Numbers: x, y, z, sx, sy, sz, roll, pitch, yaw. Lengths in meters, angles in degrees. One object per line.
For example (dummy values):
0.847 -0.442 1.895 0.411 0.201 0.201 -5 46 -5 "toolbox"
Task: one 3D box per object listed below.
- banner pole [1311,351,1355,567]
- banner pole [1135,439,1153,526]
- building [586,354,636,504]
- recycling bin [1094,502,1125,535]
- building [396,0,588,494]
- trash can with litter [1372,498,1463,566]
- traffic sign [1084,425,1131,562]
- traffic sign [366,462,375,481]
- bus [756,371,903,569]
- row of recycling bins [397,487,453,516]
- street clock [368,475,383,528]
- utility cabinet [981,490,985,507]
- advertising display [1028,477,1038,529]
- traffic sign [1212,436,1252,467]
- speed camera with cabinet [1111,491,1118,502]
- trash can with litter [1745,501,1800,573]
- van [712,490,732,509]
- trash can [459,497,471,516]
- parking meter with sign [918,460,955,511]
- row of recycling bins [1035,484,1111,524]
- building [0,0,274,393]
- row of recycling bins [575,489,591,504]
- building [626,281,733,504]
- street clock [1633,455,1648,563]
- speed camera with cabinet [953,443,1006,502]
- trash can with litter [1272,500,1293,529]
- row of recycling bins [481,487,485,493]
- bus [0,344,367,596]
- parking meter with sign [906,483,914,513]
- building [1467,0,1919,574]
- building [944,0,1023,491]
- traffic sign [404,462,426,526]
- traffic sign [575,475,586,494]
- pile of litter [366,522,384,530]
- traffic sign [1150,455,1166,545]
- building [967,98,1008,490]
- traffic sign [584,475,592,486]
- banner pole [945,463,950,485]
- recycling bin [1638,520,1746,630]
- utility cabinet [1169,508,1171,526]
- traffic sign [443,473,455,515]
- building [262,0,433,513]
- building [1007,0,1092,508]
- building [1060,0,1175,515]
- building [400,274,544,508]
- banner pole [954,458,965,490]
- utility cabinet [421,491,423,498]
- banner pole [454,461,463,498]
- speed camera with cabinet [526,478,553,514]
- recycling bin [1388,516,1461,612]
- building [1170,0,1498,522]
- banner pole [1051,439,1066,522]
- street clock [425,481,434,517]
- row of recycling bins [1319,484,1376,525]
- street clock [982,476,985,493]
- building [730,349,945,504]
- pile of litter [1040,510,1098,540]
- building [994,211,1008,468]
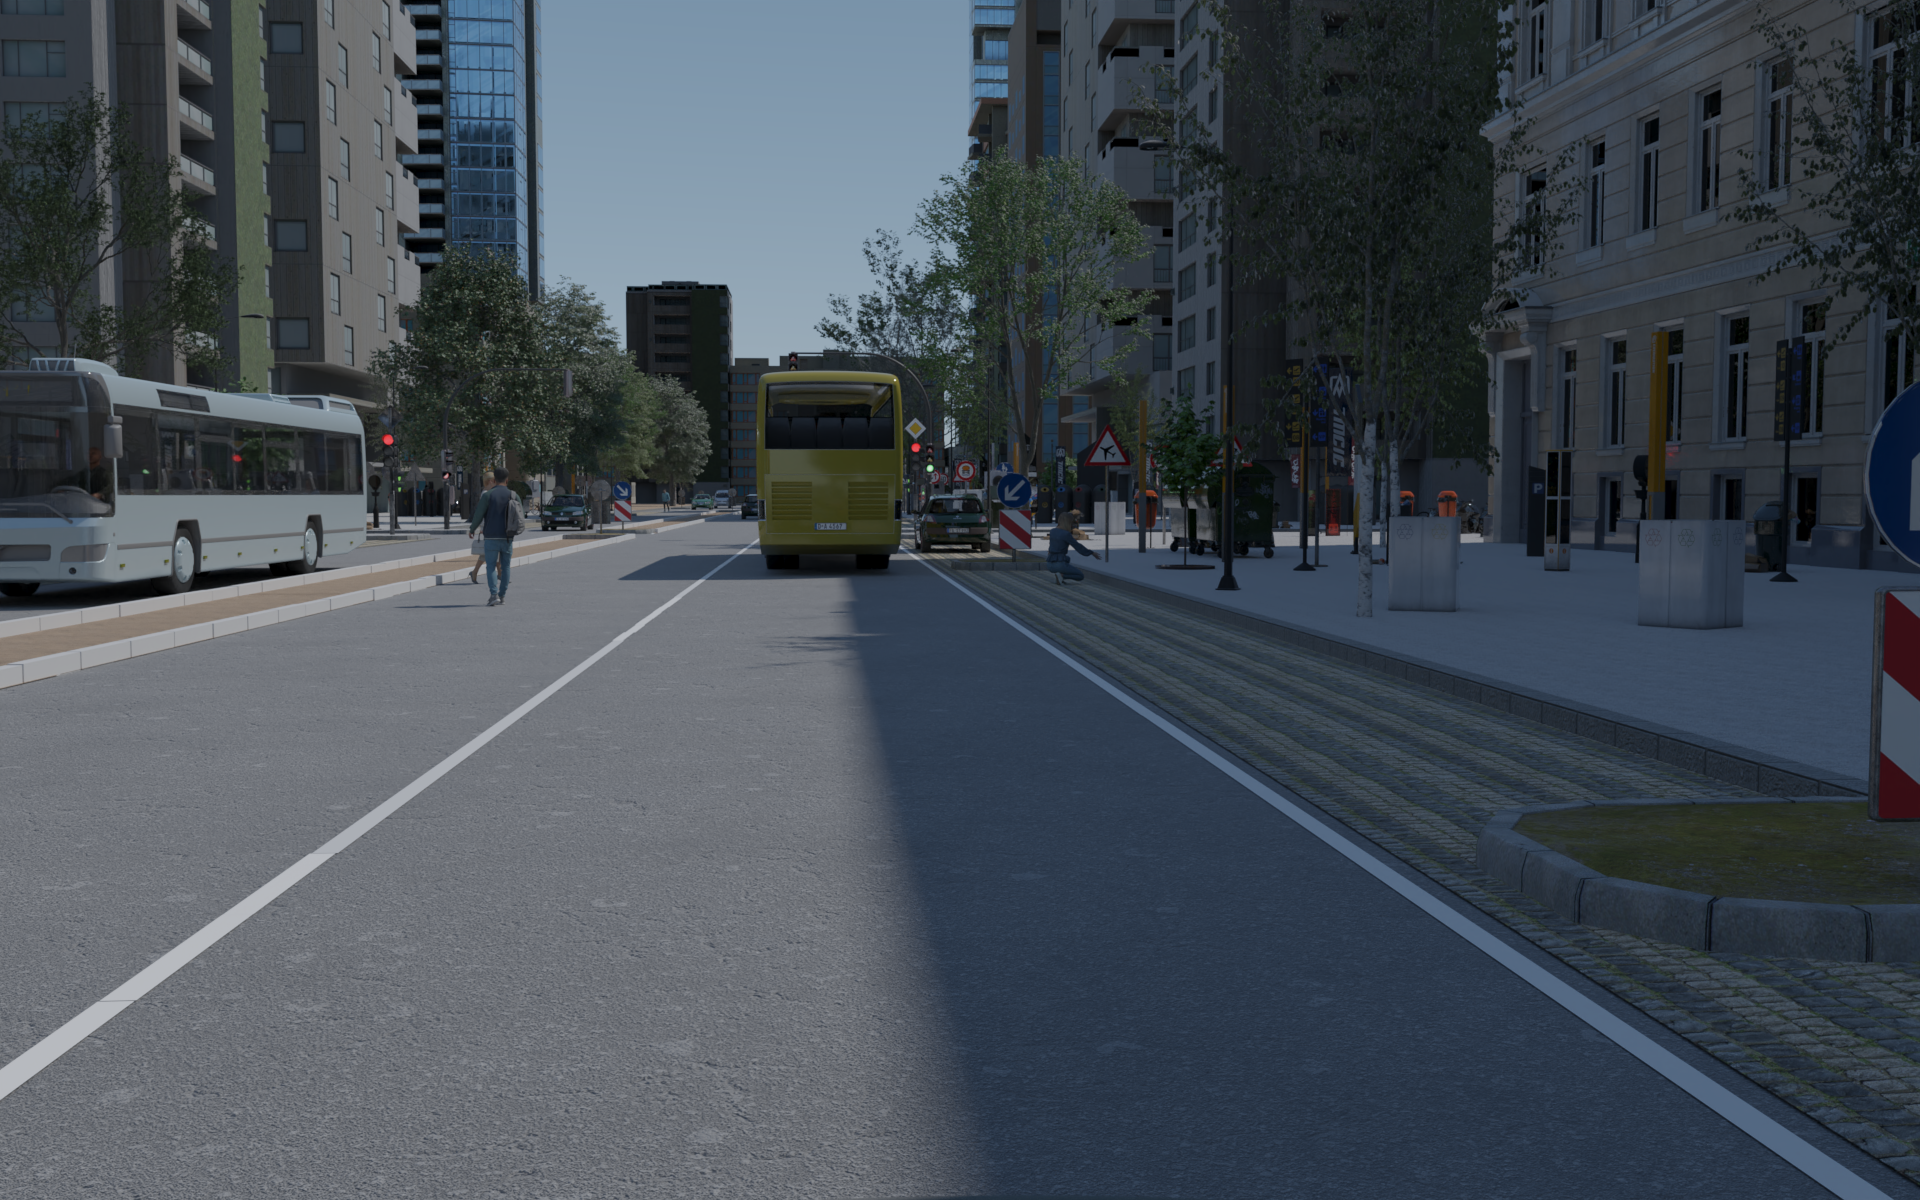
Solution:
6.493 -2.468 30.362 0.863 3.779 0.401 2 4 35 "banner pole"
7.449 -4.882 69.841 0.863 3.779 0.401 3 5 43 "banner pole"
-60.849 -24.380 243.647 28.899 21.520 27.650 0 4 -5 "building"
4.738 -2.581 54.752 0.722 1.027 0.722 -3 5 -41 "recycling bin"
-57.931 -53.489 187.212 31.000 86.520 22.319 0 4 -5 "building"
8.418 -1.261 31.682 2.233 1.210 1.678 -2 4 -24 "trash can with litter"
2.760 -1.986 32.483 0.884 2.594 0.081 0 4 -3 "traffic sign"
-23.203 -4.124 67.531 0.768 2.556 0.104 0 4 2 "traffic sign"
-2.796 -2.716 35.948 2.896 3.916 12.252 0 4 -5 "bus"
-31.249 -5.713 100.528 3.534 1.692 1.069 -3 5 -40 "row of recycling bins"
-21.978 -3.706 65.155 0.471 2.002 0.358 0 4 -3 "street clock"
1.199 -4.681 85.209 0.318 1.500 1.173 3 5 42 "utility cabinet"
2.414 -3.562 63.445 0.974 1.923 0.123 -2 4 -26 "advertising display"
5.221 -2.055 33.610 0.884 2.594 0.081 0 4 1 "traffic sign"
6.949 -5.691 87.389 2.038 3.252 0.660 2 4 35 "speed camera with cabinet"
13.291 -1.046 28.482 1.055 1.170 0.624 -3 5 -41 "trash can with litter"
-23.585 -10.099 172.137 2.013 2.044 4.112 0 4 -5 "van"
-28.076 -5.298 98.273 0.748 1.137 0.748 0 3 0 "trash can"
-1.185 -5.673 89.008 1.738 3.016 0.543 -1 4 -10 "parking meter with sign"
4.883 -4.162 75.163 3.534 1.692 1.069 2 4 25 "row of recycling bins"
-40.695 -24.143 78.339 14.154 41.232 14.086 0 4 -5 "building"
-28.661 -7.619 131.676 1.069 1.692 3.534 -2 4 -29 "row of recycling bins"
-38.377 -28.520 237.994 14.107 30.474 14.160 0 4 -5 "building"
12.664 -1.683 32.093 0.471 2.002 0.358 -3 5 -44 "street clock"
0.758 -4.430 66.763 2.038 3.252 0.660 -2 4 -27 "speed camera with cabinet"
11.814 -3.246 64.465 1.055 1.170 0.624 -1 4 -16 "trash can with litter"
-25.791 -5.488 96.847 1.069 1.692 3.534 1 4 19 "row of recycling bins"
-12.387 -1.974 27.130 2.948 3.499 13.247 0 4 -4 "bus"
-3.215 -7.300 115.623 1.738 3.016 0.543 1 4 14 "parking meter with sign"
20.894 -15.298 36.030 13.634 28.700 20.117 0 4 -5 "building"
13.133 -56.996 244.558 31.000 86.520 22.319 0 4 -5 "building"
-21.941 -4.265 69.741 0.884 2.594 0.081 0 4 2 "traffic sign"
-25.571 -7.124 116.591 0.768 2.556 0.104 0 4 -3 "traffic sign"
-21.565 -2.944 62.093 1.719 0.858 1.176 -1 4 -10 "pile of litter"
5.186 -2.680 43.926 0.768 2.556 0.104 0 4 1 "traffic sign"
12.306 -32.787 190.684 22.147 44.769 28.867 0 4 -5 "building"
-25.257 -7.165 117.252 0.768 2.556 0.104 0 4 3 "traffic sign"
-0.977 -9.133 139.339 0.401 3.779 0.863 2 4 33 "banner pole"
7.096 -0.260 16.804 0.722 1.027 0.722 -3 4 -36 "recycling bin"
8.417 -3.626 67.959 0.318 1.500 1.173 0 4 1 "utility cabinet"
-25.261 -5.110 85.686 0.606 2.300 0.079 0 4 1 "traffic sign"
-49.876 -31.702 107.561 28.713 52.752 27.495 0 4 -5 "building"
11.851 -30.821 154.038 14.600 45.320 14.200 0 4 -5 "building"
21.865 -32.271 116.873 28.713 52.752 27.495 0 4 -5 "building"
-52.441 -18.638 149.777 27.650 21.520 28.899 0 4 -5 "building"
0.031 -7.117 106.388 0.863 3.779 0.401 0 4 1 "banner pole"
-40.435 -7.420 129.994 1.173 1.500 0.318 1 4 9 "utility cabinet"
-37.528 -8.530 129.488 0.863 3.779 0.401 -3 4 -38 "banner pole"
-27.642 -7.339 114.334 0.660 3.252 2.038 3 4 38 "speed camera with cabinet"
5.160 -0.408 19.229 0.722 1.027 0.722 1 4 20 "recycling bin"
18.413 -19.057 83.283 14.107 30.474 14.160 0 4 -5 "building"
4.450 -5.469 79.430 0.863 3.779 0.401 0 4 -4 "banner pole"
-29.692 -5.670 97.269 0.358 2.002 0.471 -1 4 -23 "street clock"
16.032 -3.978 72.154 1.069 1.692 3.534 -2 4 -25 "row of recycling bins"
1.097 -4.017 70.249 0.358 2.002 0.471 2 4 34 "street clock"
-17.552 -24.622 247.614 28.899 21.520 27.650 0 4 -5 "building"
3.080 -2.102 48.338 1.719 0.858 1.176 3 5 42 "pile of litter"
10.115 -24.292 168.867 14.160 30.474 14.107 0 4 -5 "building"
